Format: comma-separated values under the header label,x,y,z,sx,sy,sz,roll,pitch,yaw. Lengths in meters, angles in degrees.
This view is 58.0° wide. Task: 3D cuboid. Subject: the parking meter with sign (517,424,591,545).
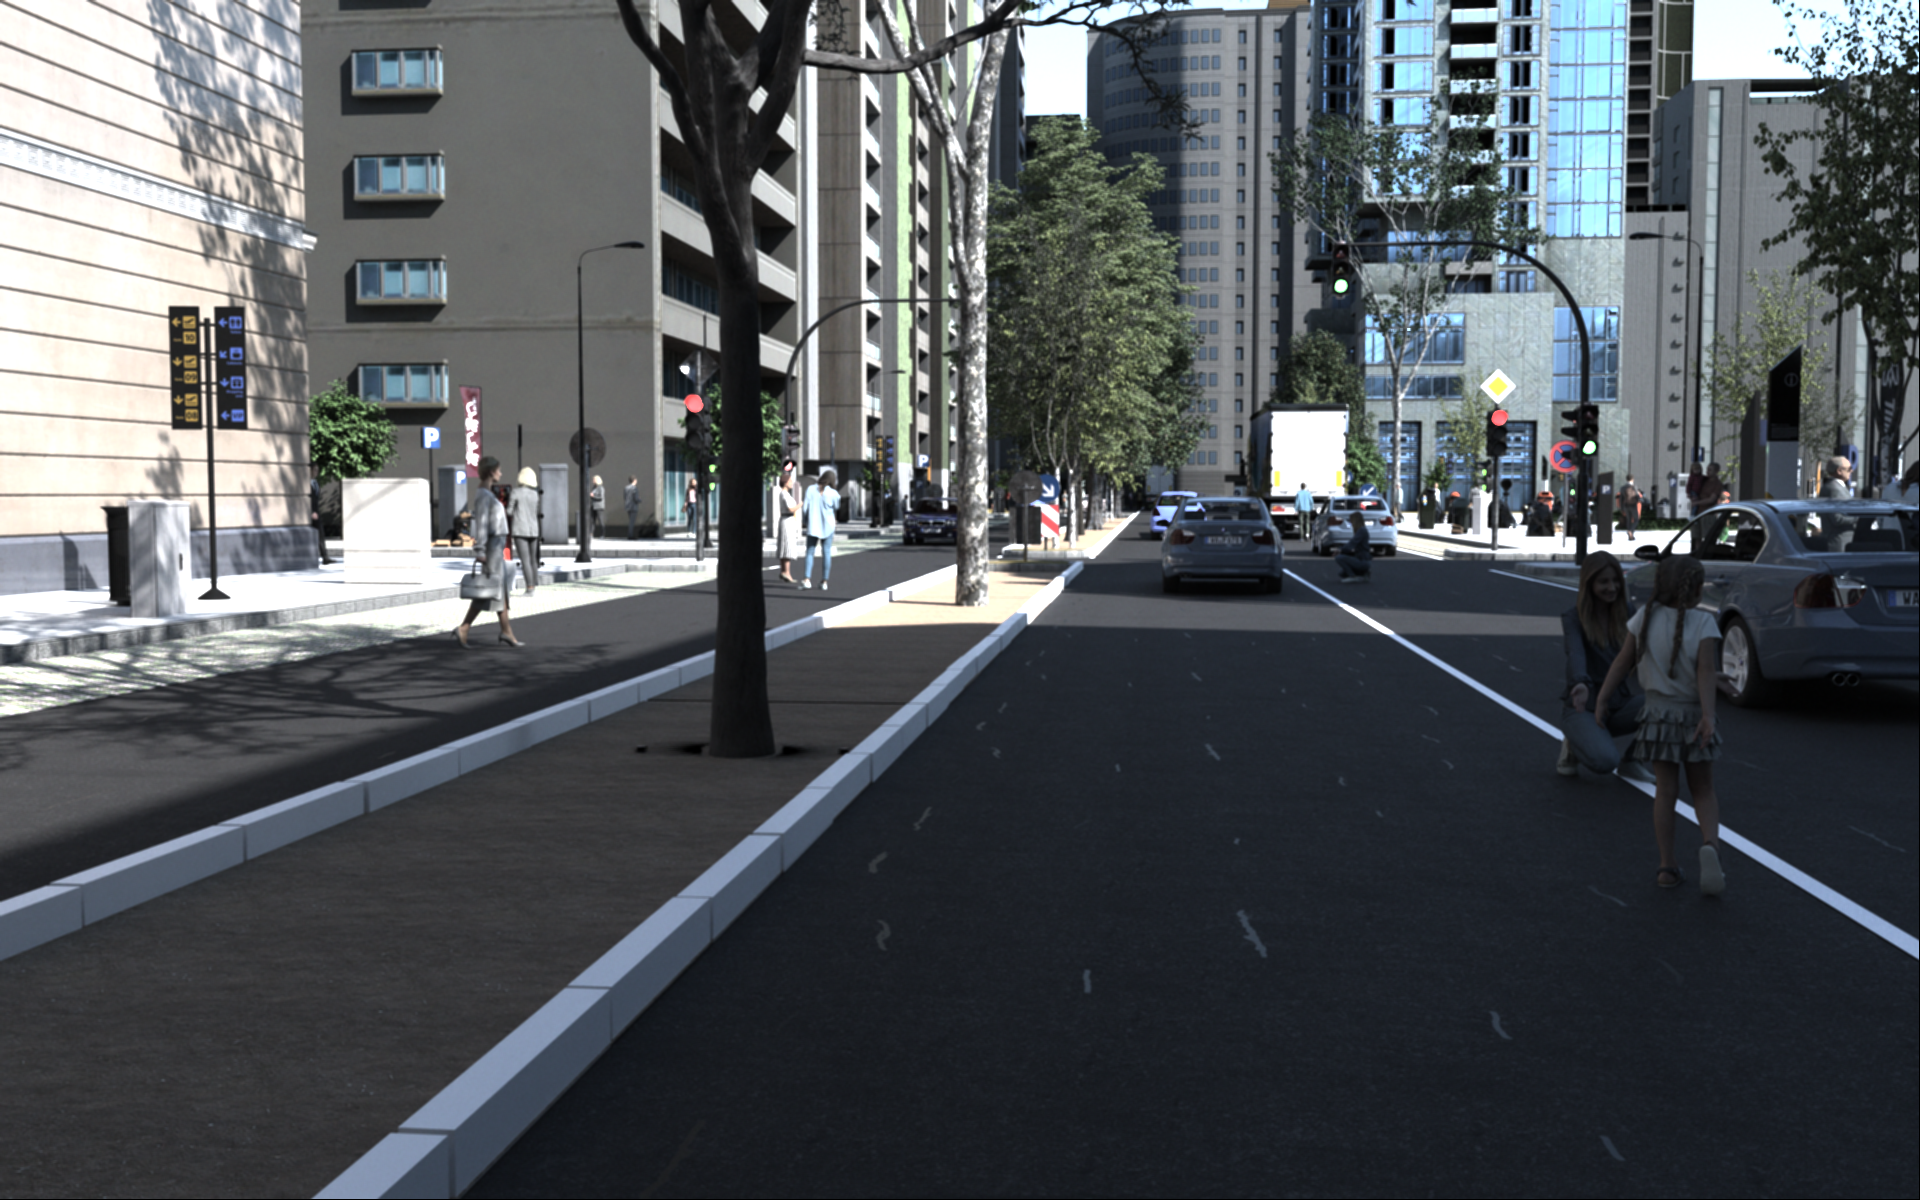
label,x,y,z,sx,sy,sz,roll,pitch,yaw
parking meter with sign,-10.203,-2.892,43.543,1.738,3.016,0.543,-1,4,-16

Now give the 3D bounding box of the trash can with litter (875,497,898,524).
label,x,y,z,sx,sy,sz,roll,pitch,yaw
trash can with litter,-3.189,-3.785,73.276,0.624,1.170,1.055,3,5,43

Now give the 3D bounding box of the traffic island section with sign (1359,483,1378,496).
label,x,y,z,sx,sy,sz,roll,pitch,yaw
traffic island section with sign,14.970,-3.408,64.350,1.989,1.847,2.006,0,4,6

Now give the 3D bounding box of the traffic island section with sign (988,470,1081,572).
label,x,y,z,sx,sy,sz,roll,pitch,yaw
traffic island section with sign,1.177,-1.490,32.495,2.006,1.907,1.989,0,4,6

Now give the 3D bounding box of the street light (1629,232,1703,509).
label,x,y,z,sx,sy,sz,roll,pitch,yaw
street light,12.571,-3.565,30.836,1.470,5.913,1.316,0,4,6

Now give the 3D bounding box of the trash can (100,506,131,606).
label,x,y,z,sx,sy,sz,roll,pitch,yaw
trash can,-9.494,-0.510,19.991,0.748,1.137,0.748,0,3,0

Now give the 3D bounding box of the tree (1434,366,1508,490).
label,x,y,z,sx,sy,sz,roll,pitch,yaw
tree,29.232,-9.072,98.688,4.737,8.622,4.395,0,3,0

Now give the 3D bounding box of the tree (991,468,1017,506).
label,x,y,z,sx,sy,sz,roll,pitch,yaw
tree,3.415,-8.187,128.454,1.663,3.219,1.824,0,3,0

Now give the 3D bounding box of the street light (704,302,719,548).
label,x,y,z,sx,sy,sz,roll,pitch,yaw
street light,-5.464,-4.175,40.805,1.470,5.913,1.316,0,4,6

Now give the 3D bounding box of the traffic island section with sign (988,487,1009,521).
label,x,y,z,sx,sy,sz,roll,pitch,yaw
traffic island section with sign,2.122,-5.118,92.315,1.989,1.847,2.006,0,4,6

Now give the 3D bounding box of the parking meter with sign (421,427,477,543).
label,x,y,z,sx,sy,sz,roll,pitch,yaw
parking meter with sign,-13.144,-2.971,44.834,1.738,3.016,0.543,2,4,34

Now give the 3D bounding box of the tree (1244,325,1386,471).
label,x,y,z,sx,sy,sz,roll,pitch,yaw
tree,24.181,-12.289,117.928,9.611,12.733,9.660,0,3,0

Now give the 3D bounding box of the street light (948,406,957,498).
label,x,y,z,sx,sy,sz,roll,pitch,yaw
street light,-0.012,-7.137,89.232,1.470,5.913,1.316,0,4,6

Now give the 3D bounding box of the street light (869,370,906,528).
label,x,y,z,sx,sy,sz,roll,pitch,yaw
street light,-2.725,-5.657,65.036,1.470,5.913,1.316,0,4,6

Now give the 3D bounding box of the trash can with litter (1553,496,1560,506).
label,x,y,z,sx,sy,sz,roll,pitch,yaw
trash can with litter,37.627,-6.024,109.885,1.055,1.170,0.624,-1,4,-21

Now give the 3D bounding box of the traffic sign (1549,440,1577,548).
label,x,y,z,sx,sy,sz,roll,pitch,yaw
traffic sign,14.314,-2.499,40.964,0.768,2.556,0.104,1,4,13

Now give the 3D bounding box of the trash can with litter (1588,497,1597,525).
label,x,y,z,sx,sy,sz,roll,pitch,yaw
trash can with litter,26.241,-3.699,71.858,0.624,1.170,1.055,1,4,8

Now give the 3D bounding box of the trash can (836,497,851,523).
label,x,y,z,sx,sy,sz,roll,pitch,yaw
trash can,-5.299,-4.070,78.190,0.748,1.137,0.748,0,3,0

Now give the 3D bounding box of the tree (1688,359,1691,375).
label,x,y,z,sx,sy,sz,roll,pitch,yaw
tree,25.418,-6.378,54.636,4.737,8.622,4.395,0,3,0

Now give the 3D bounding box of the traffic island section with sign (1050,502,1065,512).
label,x,y,z,sx,sy,sz,roll,pitch,yaw
traffic island section with sign,7.775,-8.155,141.962,1.989,1.847,2.006,0,4,6

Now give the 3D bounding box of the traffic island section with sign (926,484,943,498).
label,x,y,z,sx,sy,sz,roll,pitch,yaw
traffic island section with sign,-0.944,-3.466,65.298,1.989,1.847,2.006,0,4,6

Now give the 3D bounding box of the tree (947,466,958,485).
label,x,y,z,sx,sy,sz,roll,pitch,yaw
tree,0.067,-6.485,100.635,1.663,3.219,1.824,0,3,0

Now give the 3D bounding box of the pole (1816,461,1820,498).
label,x,y,z,sx,sy,sz,roll,pitch,yaw
pole,53.517,-6.986,108.058,0.158,3.312,0.155,0,3,0

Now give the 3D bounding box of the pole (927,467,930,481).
label,x,y,z,sx,sy,sz,roll,pitch,yaw
pole,-1.781,-6.447,99.258,0.158,3.312,0.155,0,3,0

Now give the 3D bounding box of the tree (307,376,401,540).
label,x,y,z,sx,sy,sz,roll,pitch,yaw
tree,-17.426,-3.960,48.463,4.285,4.588,4.351,0,3,0

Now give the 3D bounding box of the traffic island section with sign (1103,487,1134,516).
label,x,y,z,sx,sy,sz,roll,pitch,yaw
traffic island section with sign,10.513,-6.506,114.513,2.006,1.907,1.989,0,4,6

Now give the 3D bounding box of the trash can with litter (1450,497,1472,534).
label,x,y,z,sx,sy,sz,roll,pitch,yaw
trash can with litter,16.101,-2.704,55.594,0.624,1.170,1.055,2,4,26

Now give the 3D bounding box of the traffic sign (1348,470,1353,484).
label,x,y,z,sx,sy,sz,roll,pitch,yaw
traffic sign,20.159,-5.532,90.558,0.768,2.556,0.104,1,4,15

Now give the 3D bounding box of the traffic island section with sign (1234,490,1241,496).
label,x,y,z,sx,sy,sz,roll,pitch,yaw
traffic island section with sign,26.808,-9.773,168.418,1.989,1.847,2.006,0,4,6

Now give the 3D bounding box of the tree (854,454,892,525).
label,x,y,z,sx,sy,sz,roll,pitch,yaw
tree,-3.253,-4.695,71.367,1.663,3.219,1.824,0,3,0

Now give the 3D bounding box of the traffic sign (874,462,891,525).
label,x,y,z,sx,sy,sz,roll,pitch,yaw
traffic sign,-3.082,-4.157,68.076,0.768,2.556,0.104,1,4,12

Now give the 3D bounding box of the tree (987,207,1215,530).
label,x,y,z,sx,sy,sz,roll,pitch,yaw
tree,5.244,-9.096,68.185,9.611,12.733,9.660,0,3,0

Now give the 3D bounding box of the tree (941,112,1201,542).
label,x,y,z,sx,sy,sz,roll,pitch,yaw
tree,3.302,-8.037,51.986,7.486,12.596,7.792,0,3,0

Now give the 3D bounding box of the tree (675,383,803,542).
label,x,y,z,sx,sy,sz,roll,pitch,yaw
tree,-5.922,-3.845,46.587,4.285,4.588,4.351,0,3,0

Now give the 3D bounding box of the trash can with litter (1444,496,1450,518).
label,x,y,z,sx,sy,sz,roll,pitch,yaw
trash can with litter,26.269,-5.087,94.223,2.233,1.210,1.678,1,4,14

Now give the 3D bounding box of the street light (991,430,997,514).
label,x,y,z,sx,sy,sz,roll,pitch,yaw
street light,2.771,-8.627,113.598,1.470,5.913,1.316,0,4,6

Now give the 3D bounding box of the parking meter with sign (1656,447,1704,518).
label,x,y,z,sx,sy,sz,roll,pitch,yaw
parking meter with sign,26.692,-4.159,64.261,1.738,3.016,0.543,-1,4,-20

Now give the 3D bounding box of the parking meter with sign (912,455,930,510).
label,x,y,z,sx,sy,sz,roll,pitch,yaw
parking meter with sign,-1.740,-4.869,75.871,0.543,3.016,1.738,1,4,9

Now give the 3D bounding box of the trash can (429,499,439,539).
label,x,y,z,sx,sy,sz,roll,pitch,yaw
trash can,-14.894,-2.297,49.206,0.748,1.137,0.748,0,3,0

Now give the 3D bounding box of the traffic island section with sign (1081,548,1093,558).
label,x,y,z,sx,sy,sz,roll,pitch,yaw
traffic island section with sign,2.024,-1.940,39.854,2.006,1.907,1.989,0,4,6

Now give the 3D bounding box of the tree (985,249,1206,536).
label,x,y,z,sx,sy,sz,roll,pitch,yaw
tree,4.232,-7.508,59.619,8.767,10.594,7.601,0,4,6

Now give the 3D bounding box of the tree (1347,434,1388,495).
label,x,y,z,sx,sy,sz,roll,pitch,yaw
tree,21.500,-6.753,94.127,4.285,4.588,4.351,0,3,0

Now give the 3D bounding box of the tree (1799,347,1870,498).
label,x,y,z,sx,sy,sz,roll,pitch,yaw
tree,42.271,-8.255,85.337,4.360,8.622,3.978,0,3,0

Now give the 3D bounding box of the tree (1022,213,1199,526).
label,x,y,z,sx,sy,sz,roll,pitch,yaw
tree,6.205,-10.339,78.159,9.857,13.997,8.962,0,3,0

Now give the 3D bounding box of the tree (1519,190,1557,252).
label,x,y,z,sx,sy,sz,roll,pitch,yaw
tree,20.751,-13.456,75.898,12.611,20.169,13.585,0,3,0

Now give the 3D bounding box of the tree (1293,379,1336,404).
label,x,y,z,sx,sy,sz,roll,pitch,yaw
tree,22.646,-9.769,110.079,4.737,8.622,4.395,0,3,0

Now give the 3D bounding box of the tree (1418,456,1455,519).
label,x,y,z,sx,sy,sz,roll,pitch,yaw
tree,24.236,-5.684,87.532,1.663,3.219,1.824,0,3,0

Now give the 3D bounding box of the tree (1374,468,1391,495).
label,x,y,z,sx,sy,sz,roll,pitch,yaw
tree,26.211,-6.938,108.045,1.663,3.219,1.824,0,3,0

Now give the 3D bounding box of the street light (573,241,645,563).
label,x,y,z,sx,sy,sz,roll,pitch,yaw
street light,-6.486,-3.639,32.040,1.470,5.913,1.316,0,4,6

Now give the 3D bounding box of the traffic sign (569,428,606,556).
label,x,y,z,sx,sy,sz,roll,pitch,yaw
traffic sign,-7.172,-2.032,33.329,0.768,2.556,0.104,1,4,14

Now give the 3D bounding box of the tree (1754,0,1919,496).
label,x,y,z,sx,sy,sz,roll,pitch,yaw
tree,12.320,-4.420,22.626,4.737,8.622,4.395,0,3,0
